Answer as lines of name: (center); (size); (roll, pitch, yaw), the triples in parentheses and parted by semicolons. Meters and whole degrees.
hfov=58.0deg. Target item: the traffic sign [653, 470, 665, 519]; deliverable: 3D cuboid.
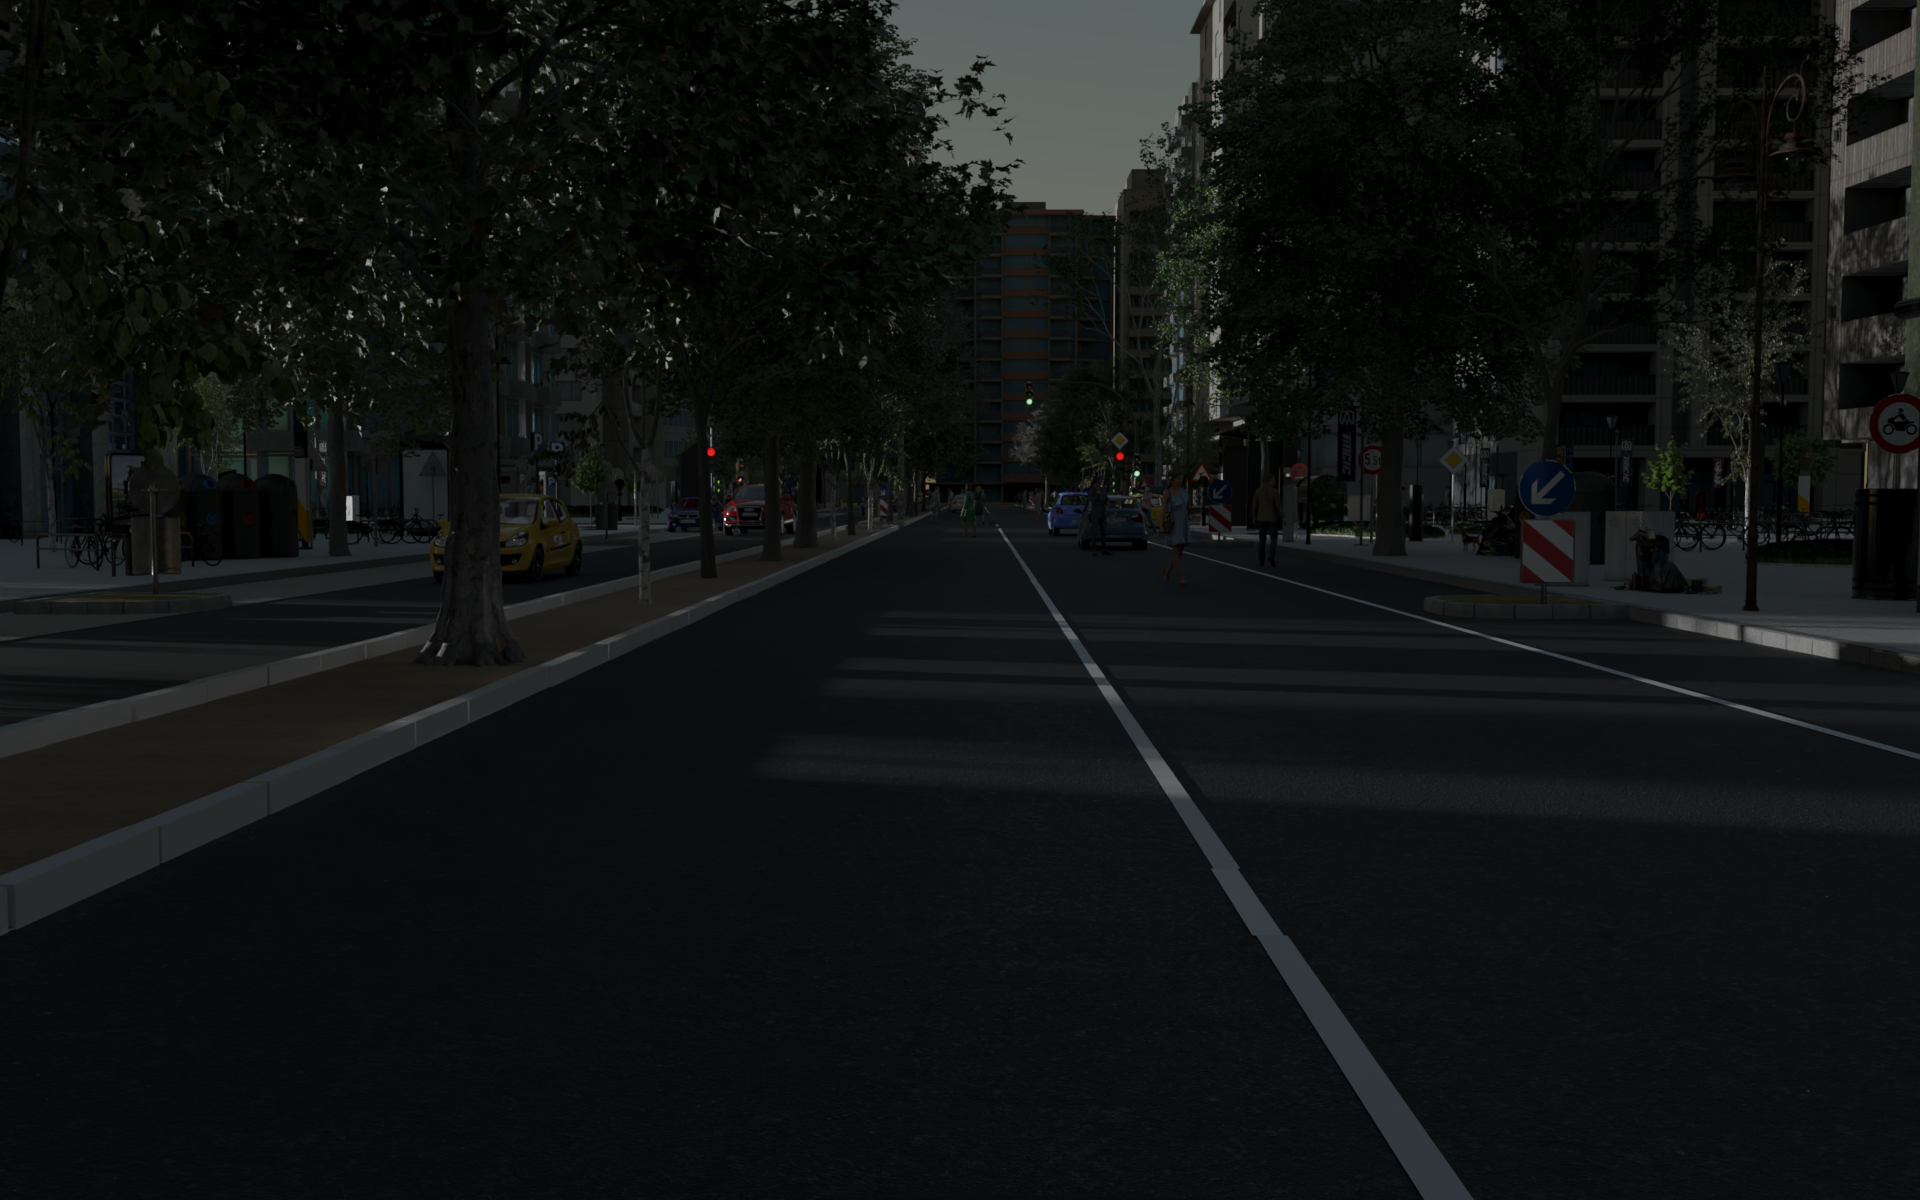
traffic sign: (-15.839, -5.543, 90.735); (0.768, 2.556, 0.104); (1, 4, 9)

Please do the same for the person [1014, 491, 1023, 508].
person: (6.239, -10.553, 181.762); (1.217, 1.735, 0.721); (2, 4, 27)

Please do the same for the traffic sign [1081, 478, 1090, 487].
traffic sign: (9.594, -8.047, 131.579); (0.884, 2.594, 0.081); (0, 4, 3)

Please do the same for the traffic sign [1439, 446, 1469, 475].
traffic sign: (13.375, -2.885, 46.902); (0.795, 2.593, 0.064); (1, 4, 9)

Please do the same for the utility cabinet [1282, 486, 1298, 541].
utility cabinet: (8.917, -2.327, 46.719); (0.318, 1.500, 1.173); (1, 4, 16)

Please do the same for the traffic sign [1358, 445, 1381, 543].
traffic sign: (10.710, -2.747, 45.019); (0.768, 2.556, 0.104); (0, 4, 2)

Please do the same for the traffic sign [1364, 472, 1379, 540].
traffic sign: (11.242, -2.854, 46.662); (0.884, 2.594, 0.081); (0, 4, 2)

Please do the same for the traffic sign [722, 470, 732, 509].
traffic sign: (-12.237, -5.492, 89.900); (0.768, 2.556, 0.104); (0, 4, 8)

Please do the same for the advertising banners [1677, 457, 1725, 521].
advertising banners: (34.796, -5.209, 81.360); (2.074, 3.025, 0.090); (3, 4, 36)

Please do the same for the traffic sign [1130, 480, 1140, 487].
traffic sign: (13.873, -8.406, 137.551); (0.768, 2.556, 0.104); (0, 4, 6)

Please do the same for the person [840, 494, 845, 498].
person: (-14.199, -12.083, 204.319); (1.217, 1.735, 0.721); (-1, 4, -13)

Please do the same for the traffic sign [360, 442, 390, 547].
traffic sign: (-14.235, -2.571, 42.135); (0.768, 2.556, 0.104); (0, 4, 6)

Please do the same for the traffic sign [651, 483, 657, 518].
traffic sign: (-16.573, -5.571, 93.213); (0.606, 2.300, 0.079); (0, 4, 5)

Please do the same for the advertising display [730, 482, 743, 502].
advertising display: (-11.819, -5.315, 92.112); (0.123, 1.923, 0.974); (1, 4, 20)

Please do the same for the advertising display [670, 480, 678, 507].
advertising display: (-13.015, -4.504, 78.857); (0.123, 1.923, 0.974); (-1, 4, -22)

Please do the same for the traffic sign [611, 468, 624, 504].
traffic sign: (-16.738, -5.154, 84.367); (0.768, 2.556, 0.104); (0, 4, 7)

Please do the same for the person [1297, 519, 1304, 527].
person: (13.210, -3.738, 67.174); (0.620, 1.820, 0.660); (-1, 4, -18)

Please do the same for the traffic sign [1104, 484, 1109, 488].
traffic sign: (12.777, -9.418, 153.994); (0.884, 2.594, 0.081); (0, 4, 7)

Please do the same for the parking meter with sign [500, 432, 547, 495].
parking meter with sign: (-12.722, -3.237, 49.180); (1.738, 3.016, 0.543); (1, 4, 17)

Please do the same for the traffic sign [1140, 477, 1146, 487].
traffic sign: (14.146, -8.064, 131.846); (0.884, 2.594, 0.081); (0, 4, 7)

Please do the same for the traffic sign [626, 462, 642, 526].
traffic sign: (-12.973, -4.229, 69.252); (0.768, 2.556, 0.104); (0, 4, 6)

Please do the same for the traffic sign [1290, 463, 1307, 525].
traffic sign: (13.850, -4.315, 70.663); (0.768, 2.556, 0.104); (0, 4, 5)

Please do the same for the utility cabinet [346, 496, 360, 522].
utility cabinet: (-23.377, -3.379, 66.410); (0.306, 1.237, 1.020); (-3, 5, -42)

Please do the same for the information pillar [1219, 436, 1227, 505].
information pillar: (10.481, -4.760, 69.185); (0.183, 3.616, 0.504); (-1, 4, -23)

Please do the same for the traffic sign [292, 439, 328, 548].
traffic sign: (-15.392, -2.510, 41.035); (0.884, 2.594, 0.081); (0, 4, 5)

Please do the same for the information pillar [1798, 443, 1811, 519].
information pillar: (38.487, -5.356, 78.917); (0.504, 3.616, 0.183); (0, 4, 7)

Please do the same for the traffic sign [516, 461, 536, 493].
traffic sign: (-16.529, -4.024, 65.895); (0.768, 2.556, 0.104); (0, 4, 1)

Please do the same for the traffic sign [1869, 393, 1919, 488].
traffic sign: (11.894, -1.340, 22.009); (0.768, 2.556, 0.104); (0, 4, 3)

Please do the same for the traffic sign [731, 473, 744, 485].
traffic sign: (-13.555, -6.430, 105.141); (0.884, 2.594, 0.081); (0, 4, 7)

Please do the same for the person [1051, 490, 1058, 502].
person: (12.541, -13.575, 227.974); (1.348, 1.826, 0.705); (2, 4, 26)

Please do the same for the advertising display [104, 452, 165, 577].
advertising display: (-12.964, -1.348, 27.250); (0.123, 1.923, 0.974); (2, 4, 27)

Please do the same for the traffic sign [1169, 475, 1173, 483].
traffic sign: (12.747, -6.260, 102.462); (0.768, 2.556, 0.104); (0, 4, 6)

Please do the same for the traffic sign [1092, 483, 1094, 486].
traffic sign: (10.233, -7.949, 130.064); (0.768, 2.556, 0.104); (0, 4, 8)

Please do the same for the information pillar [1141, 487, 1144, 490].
information pillar: (14.706, -8.207, 138.675); (0.304, 2.012, 0.304); (2, 4, 23)

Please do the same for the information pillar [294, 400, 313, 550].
information pillar: (-15.231, -2.980, 40.076); (0.504, 3.616, 0.183); (3, 5, 41)

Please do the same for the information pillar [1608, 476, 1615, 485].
information pillar: (26.375, -4.011, 70.064); (0.304, 2.012, 0.304); (1, 4, 20)

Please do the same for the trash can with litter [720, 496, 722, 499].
trash can with litter: (-15.576, -6.157, 111.728); (2.233, 1.210, 1.678); (0, 4, 5)

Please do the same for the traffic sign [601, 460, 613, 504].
traffic sign: (-13.290, -3.929, 64.343); (0.768, 2.556, 0.104); (0, 4, 1)

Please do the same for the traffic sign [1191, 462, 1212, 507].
traffic sign: (9.867, -4.329, 70.775); (0.884, 2.594, 0.081); (1, 4, 8)

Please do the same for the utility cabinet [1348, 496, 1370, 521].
utility cabinet: (16.208, -3.613, 70.227); (0.306, 1.237, 1.020); (-3, 4, -37)

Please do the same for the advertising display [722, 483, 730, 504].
advertising display: (-13.821, -6.061, 104.315); (0.974, 1.923, 0.123); (-1, 4, -19)

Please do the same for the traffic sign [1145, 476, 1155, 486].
traffic sign: (13.552, -7.541, 123.397); (0.768, 2.556, 0.104); (0, 4, 5)

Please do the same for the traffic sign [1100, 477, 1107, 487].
traffic sign: (10.759, -8.043, 131.616); (0.768, 2.556, 0.104); (1, 4, 10)

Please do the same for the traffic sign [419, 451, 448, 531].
traffic sign: (-15.868, -3.192, 52.190); (0.884, 2.594, 0.081); (0, 4, 1)

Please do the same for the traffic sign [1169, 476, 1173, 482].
traffic sign: (12.332, -6.057, 98.769); (0.795, 2.593, 0.064); (0, 4, 4)

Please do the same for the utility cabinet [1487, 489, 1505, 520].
utility cabinet: (24.724, -4.353, 79.844); (0.318, 1.500, 1.173); (3, 5, 42)

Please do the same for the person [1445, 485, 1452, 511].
person: (27.597, -5.594, 97.849); (0.599, 1.781, 0.374); (-2, 4, -26)

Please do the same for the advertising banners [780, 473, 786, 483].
advertising banners: (-15.336, -9.003, 143.394); (2.074, 3.025, 0.090); (-2, 4, -35)

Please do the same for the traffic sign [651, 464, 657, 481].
traffic sign: (-12.866, -4.364, 71.465); (0.768, 2.556, 0.104); (0, 4, 4)

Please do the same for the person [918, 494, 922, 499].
person: (-4.453, -10.092, 173.580); (1.350, 1.814, 0.705); (0, 4, -7)

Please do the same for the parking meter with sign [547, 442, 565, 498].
parking meter with sign: (-13.886, -3.810, 58.549); (0.543, 3.016, 1.738); (-2, 4, -31)
